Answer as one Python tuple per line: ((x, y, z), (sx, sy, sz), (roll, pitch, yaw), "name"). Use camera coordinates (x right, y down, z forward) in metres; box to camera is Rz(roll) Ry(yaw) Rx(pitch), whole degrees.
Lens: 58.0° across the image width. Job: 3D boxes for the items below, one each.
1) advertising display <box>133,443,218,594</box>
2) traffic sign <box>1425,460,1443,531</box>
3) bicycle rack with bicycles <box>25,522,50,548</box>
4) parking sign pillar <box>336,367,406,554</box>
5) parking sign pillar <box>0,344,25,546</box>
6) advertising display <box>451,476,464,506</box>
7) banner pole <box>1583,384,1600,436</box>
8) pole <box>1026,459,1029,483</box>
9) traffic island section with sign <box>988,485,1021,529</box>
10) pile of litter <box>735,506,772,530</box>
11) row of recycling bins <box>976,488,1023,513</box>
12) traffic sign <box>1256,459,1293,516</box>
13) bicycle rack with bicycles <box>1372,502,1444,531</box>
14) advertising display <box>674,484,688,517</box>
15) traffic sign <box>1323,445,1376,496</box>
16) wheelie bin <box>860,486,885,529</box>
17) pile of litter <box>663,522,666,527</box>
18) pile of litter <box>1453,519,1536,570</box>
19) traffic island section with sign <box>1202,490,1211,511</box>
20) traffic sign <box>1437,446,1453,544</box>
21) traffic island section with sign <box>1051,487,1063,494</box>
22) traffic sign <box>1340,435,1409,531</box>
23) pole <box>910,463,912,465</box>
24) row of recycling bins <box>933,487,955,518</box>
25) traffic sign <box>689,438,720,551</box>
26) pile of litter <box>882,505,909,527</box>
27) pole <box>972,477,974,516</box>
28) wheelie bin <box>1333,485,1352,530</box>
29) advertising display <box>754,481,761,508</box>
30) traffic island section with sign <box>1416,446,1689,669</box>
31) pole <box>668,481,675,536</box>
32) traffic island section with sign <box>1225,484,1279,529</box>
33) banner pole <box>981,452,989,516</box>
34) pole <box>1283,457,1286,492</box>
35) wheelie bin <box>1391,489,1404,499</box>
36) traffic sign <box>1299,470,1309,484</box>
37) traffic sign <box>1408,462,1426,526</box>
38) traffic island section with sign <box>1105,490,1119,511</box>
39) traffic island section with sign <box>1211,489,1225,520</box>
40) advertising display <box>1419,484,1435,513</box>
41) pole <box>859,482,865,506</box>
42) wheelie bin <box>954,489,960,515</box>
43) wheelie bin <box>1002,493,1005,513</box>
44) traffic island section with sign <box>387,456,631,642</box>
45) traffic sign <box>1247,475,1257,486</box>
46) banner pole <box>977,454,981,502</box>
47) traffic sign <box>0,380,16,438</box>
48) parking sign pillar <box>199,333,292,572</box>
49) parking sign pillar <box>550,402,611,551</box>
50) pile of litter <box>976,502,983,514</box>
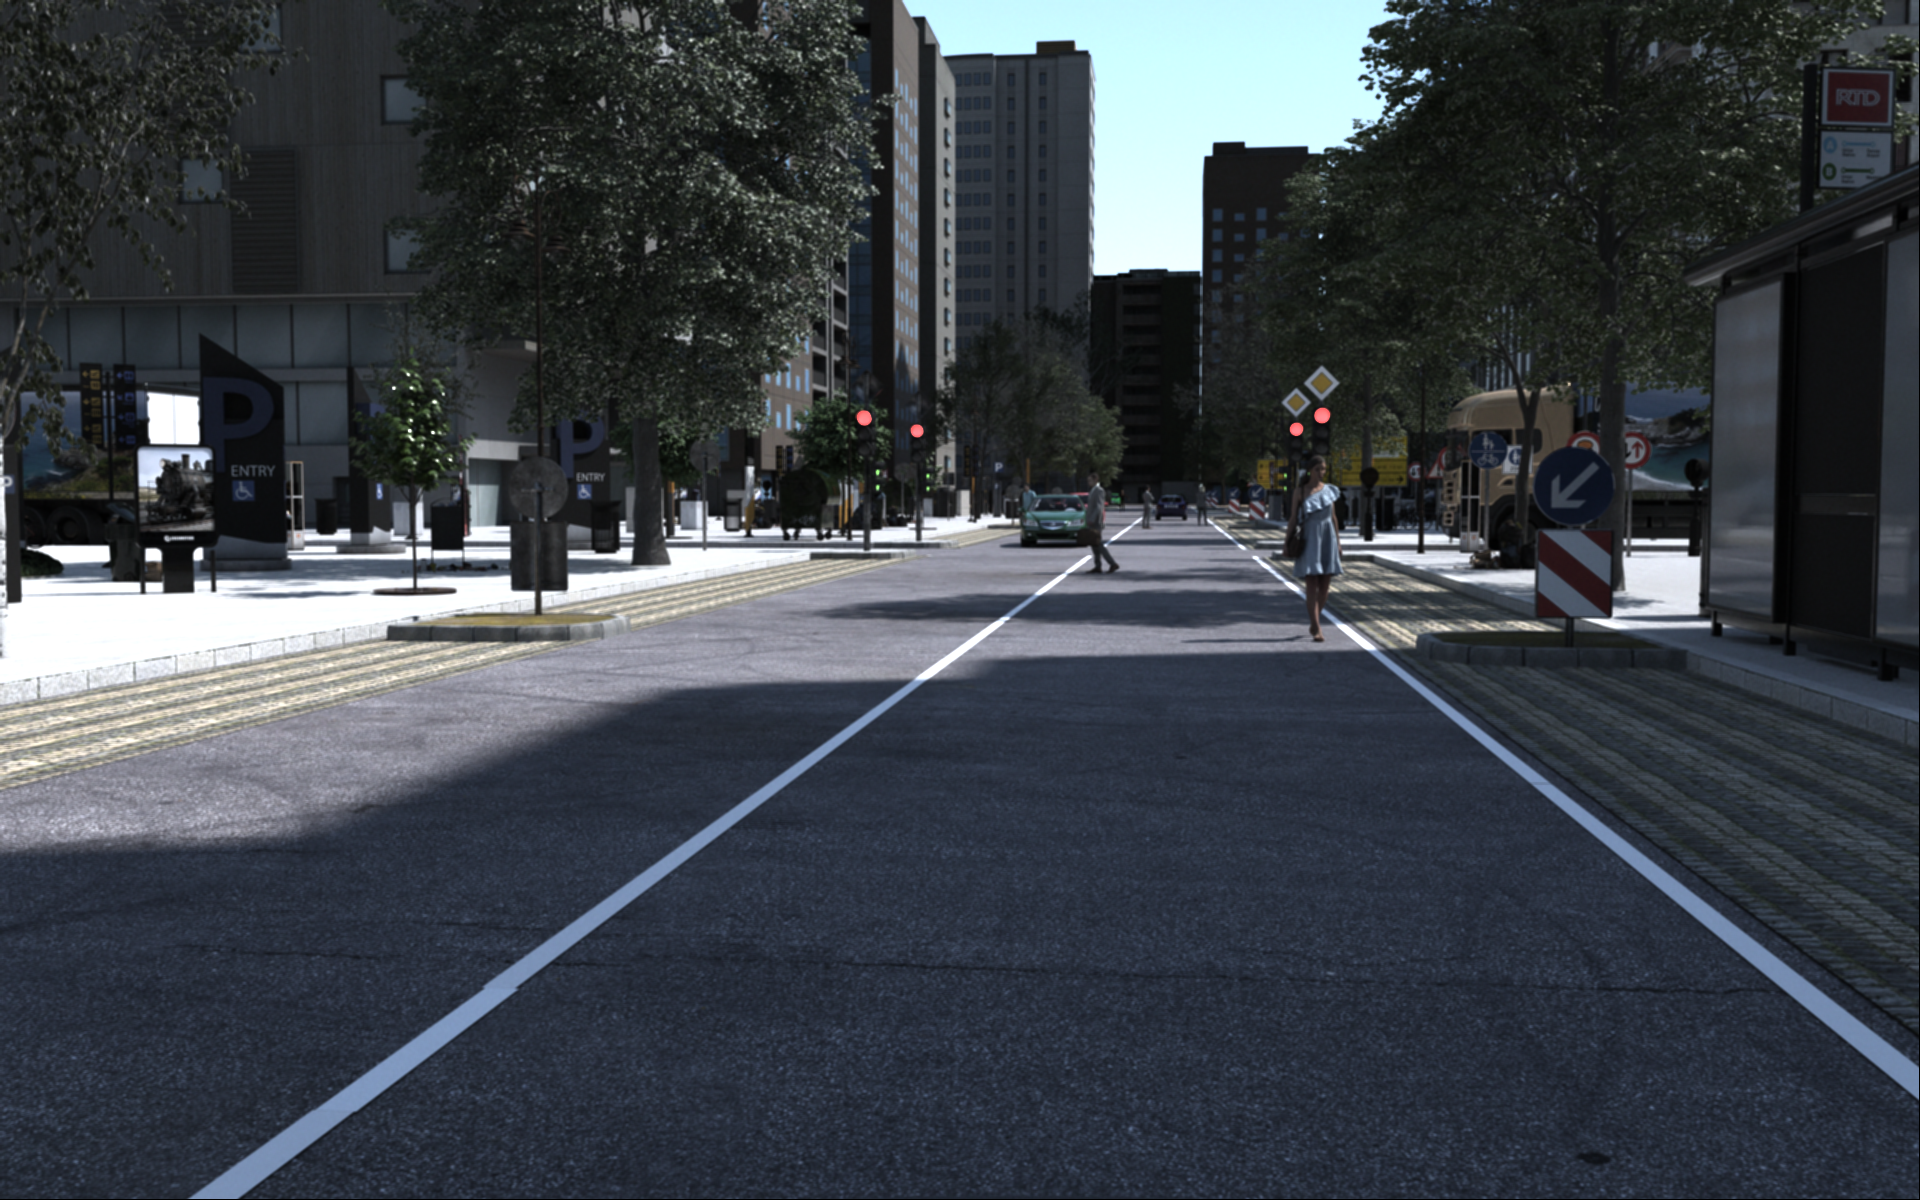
((-10.122, -1.050, 22.374), (0.974, 1.923, 0.123), (-2, 4, -35), "advertising display")
((16.456, -3.645, 59.596), (0.884, 2.594, 0.081), (1, 4, 11), "traffic sign")
((-22.686, -1.604, 39.611), (2.925, 0.926, 2.852), (-1, 4, -16), "bicycle rack with bicycles")
((-12.741, -2.991, 37.370), (1.447, 3.967, 1.447), (0, 4, 2), "parking sign pillar")
((-17.271, -2.571, 30.502), (1.447, 3.967, 1.447), (-3, 4, -36), "parking sign pillar")
((-18.046, -3.486, 62.210), (0.123, 1.923, 0.974), (-3, 4, -37), "advertising display")
((13.296, -2.830, 36.281), (0.401, 3.779, 0.863), (-3, 5, -43), "banner pole")
((3.904, -6.474, 99.688), (0.158, 3.312, 0.155), (0, 3, 0), "pole")
((2.224, -3.843, 71.466), (1.989, 1.847, 2.006), (0, 4, 7), "traffic island section with sign")
((-7.594, -3.024, 63.415), (1.176, 0.858, 1.719), (3, 5, 44), "pile of litter")
((2.766, -6.771, 117.824), (3.534, 1.692, 1.069), (-1, 4, -15), "row of recycling bins")
((18.236, -6.481, 99.834), (2.265, 3.308, 0.079), (1, 4, 15), "traffic sign")
((15.810, -2.978, 62.080), (2.852, 0.926, 2.925), (-1, 4, -21), "bicycle rack with bicycles")
((-15.685, -5.613, 96.987), (0.974, 1.923, 0.123), (-3, 5, -40), "advertising display")
((15.607, -4.640, 69.745), (2.265, 3.308, 0.079), (0, 4, 8), "traffic sign")
((-3.189, -3.432, 64.025), (0.980, 1.594, 0.693), (-2, 4, -30), "wheelie bin")
((-12.245, -3.341, 68.583), (1.719, 0.858, 1.176), (3, 5, 40), "pile of litter")
((9.314, -0.969, 29.815), (1.719, 0.858, 1.176), (0, 4, 4), "pile of litter")
((21.411, -8.452, 146.825), (1.989, 1.847, 2.006), (0, 4, 7), "traffic island section with sign")
((12.746, -2.739, 44.888), (0.768, 2.556, 0.104), (1, 4, 10), "traffic sign")
((5.552, -5.485, 98.308), (1.989, 1.847, 2.006), (0, 4, 7), "traffic island section with sign")
((14.222, -4.014, 59.498), (2.265, 3.308, 0.079), (1, 4, 15), "traffic sign")
((-3.150, -7.276, 112.798), (0.158, 3.312, 0.155), (0, 3, 0), "pole")
((-0.855, -5.430, 95.896), (1.069, 1.692, 3.534), (-1, 4, -8), "row of recycling bins")
((-5.802, -2.396, 39.285), (0.768, 2.556, 0.104), (1, 4, 16), "traffic sign")
((-2.767, -3.269, 67.412), (1.719, 0.858, 1.176), (-1, 4, -19), "pile of litter")
((0.744, -6.578, 101.389), (0.158, 3.312, 0.155), (0, 3, 0), "pole")
((13.361, -3.291, 61.716), (0.693, 1.594, 0.980), (0, 4, -7), "wheelie bin")
((-10.280, -5.018, 87.260), (0.123, 1.923, 0.974), (1, 4, 20), "advertising display")
((5.085, -0.400, 15.172), (1.989, 1.847, 2.006), (0, 4, 7), "traffic island section with sign")
((-8.809, -3.604, 52.771), (0.158, 3.312, 0.155), (0, 3, 0), "pole")
((11.972, -3.795, 70.681), (1.989, 1.847, 2.006), (0, 4, 7), "traffic island section with sign")
((1.607, -6.940, 103.480), (0.401, 3.779, 0.863), (0, 4, 1), "banner pole")
((17.695, -6.153, 94.452), (0.158, 3.312, 0.155), (0, 3, 0), "pole")
((25.858, -5.785, 102.494), (0.693, 1.594, 0.980), (1, 4, 20), "wheelie bin")
((14.581, -4.337, 73.047), (0.606, 2.300, 0.079), (1, 4, 12), "traffic sign")
((18.112, -4.202, 68.812), (0.768, 2.556, 0.104), (1, 4, 10), "traffic sign")
((15.070, -10.174, 174.974), (1.989, 1.847, 2.006), (0, 4, 7), "traffic island section with sign")
((15.306, -5.440, 97.573), (1.989, 1.847, 2.006), (0, 4, 7), "traffic island section with sign")
((28.672, -6.186, 106.353), (0.974, 1.923, 0.123), (1, 4, 9), "advertising display")
((-3.752, -4.396, 65.724), (0.158, 3.312, 0.155), (0, 3, 0), "pole")
((-0.264, -6.034, 106.569), (0.980, 1.594, 0.693), (-3, 4, -37), "wheelie bin")
((3.203, -6.464, 113.591), (0.693, 1.594, 0.980), (2, 4, 29), "wheelie bin")
((-4.456, -0.549, 17.597), (1.989, 1.847, 2.006), (0, 4, 7), "traffic island section with sign")
((19.778, -7.149, 116.890), (0.884, 2.594, 0.081), (1, 4, 9), "traffic sign")
((1.218, -7.185, 107.491), (0.401, 3.779, 0.863), (2, 4, 31), "banner pole")
((-10.381, -1.120, 18.422), (0.768, 2.556, 0.104), (1, 4, 12), "traffic sign")
((-12.054, -2.487, 29.130), (1.447, 3.967, 1.447), (-1, 4, -17), "parking sign pillar")
((-8.733, -3.142, 39.841), (1.447, 3.967, 1.447), (-2, 4, -35), "parking sign pillar")
((0.892, -6.049, 112.871), (1.176, 0.858, 1.719), (0, 4, -7), "pile of litter")
